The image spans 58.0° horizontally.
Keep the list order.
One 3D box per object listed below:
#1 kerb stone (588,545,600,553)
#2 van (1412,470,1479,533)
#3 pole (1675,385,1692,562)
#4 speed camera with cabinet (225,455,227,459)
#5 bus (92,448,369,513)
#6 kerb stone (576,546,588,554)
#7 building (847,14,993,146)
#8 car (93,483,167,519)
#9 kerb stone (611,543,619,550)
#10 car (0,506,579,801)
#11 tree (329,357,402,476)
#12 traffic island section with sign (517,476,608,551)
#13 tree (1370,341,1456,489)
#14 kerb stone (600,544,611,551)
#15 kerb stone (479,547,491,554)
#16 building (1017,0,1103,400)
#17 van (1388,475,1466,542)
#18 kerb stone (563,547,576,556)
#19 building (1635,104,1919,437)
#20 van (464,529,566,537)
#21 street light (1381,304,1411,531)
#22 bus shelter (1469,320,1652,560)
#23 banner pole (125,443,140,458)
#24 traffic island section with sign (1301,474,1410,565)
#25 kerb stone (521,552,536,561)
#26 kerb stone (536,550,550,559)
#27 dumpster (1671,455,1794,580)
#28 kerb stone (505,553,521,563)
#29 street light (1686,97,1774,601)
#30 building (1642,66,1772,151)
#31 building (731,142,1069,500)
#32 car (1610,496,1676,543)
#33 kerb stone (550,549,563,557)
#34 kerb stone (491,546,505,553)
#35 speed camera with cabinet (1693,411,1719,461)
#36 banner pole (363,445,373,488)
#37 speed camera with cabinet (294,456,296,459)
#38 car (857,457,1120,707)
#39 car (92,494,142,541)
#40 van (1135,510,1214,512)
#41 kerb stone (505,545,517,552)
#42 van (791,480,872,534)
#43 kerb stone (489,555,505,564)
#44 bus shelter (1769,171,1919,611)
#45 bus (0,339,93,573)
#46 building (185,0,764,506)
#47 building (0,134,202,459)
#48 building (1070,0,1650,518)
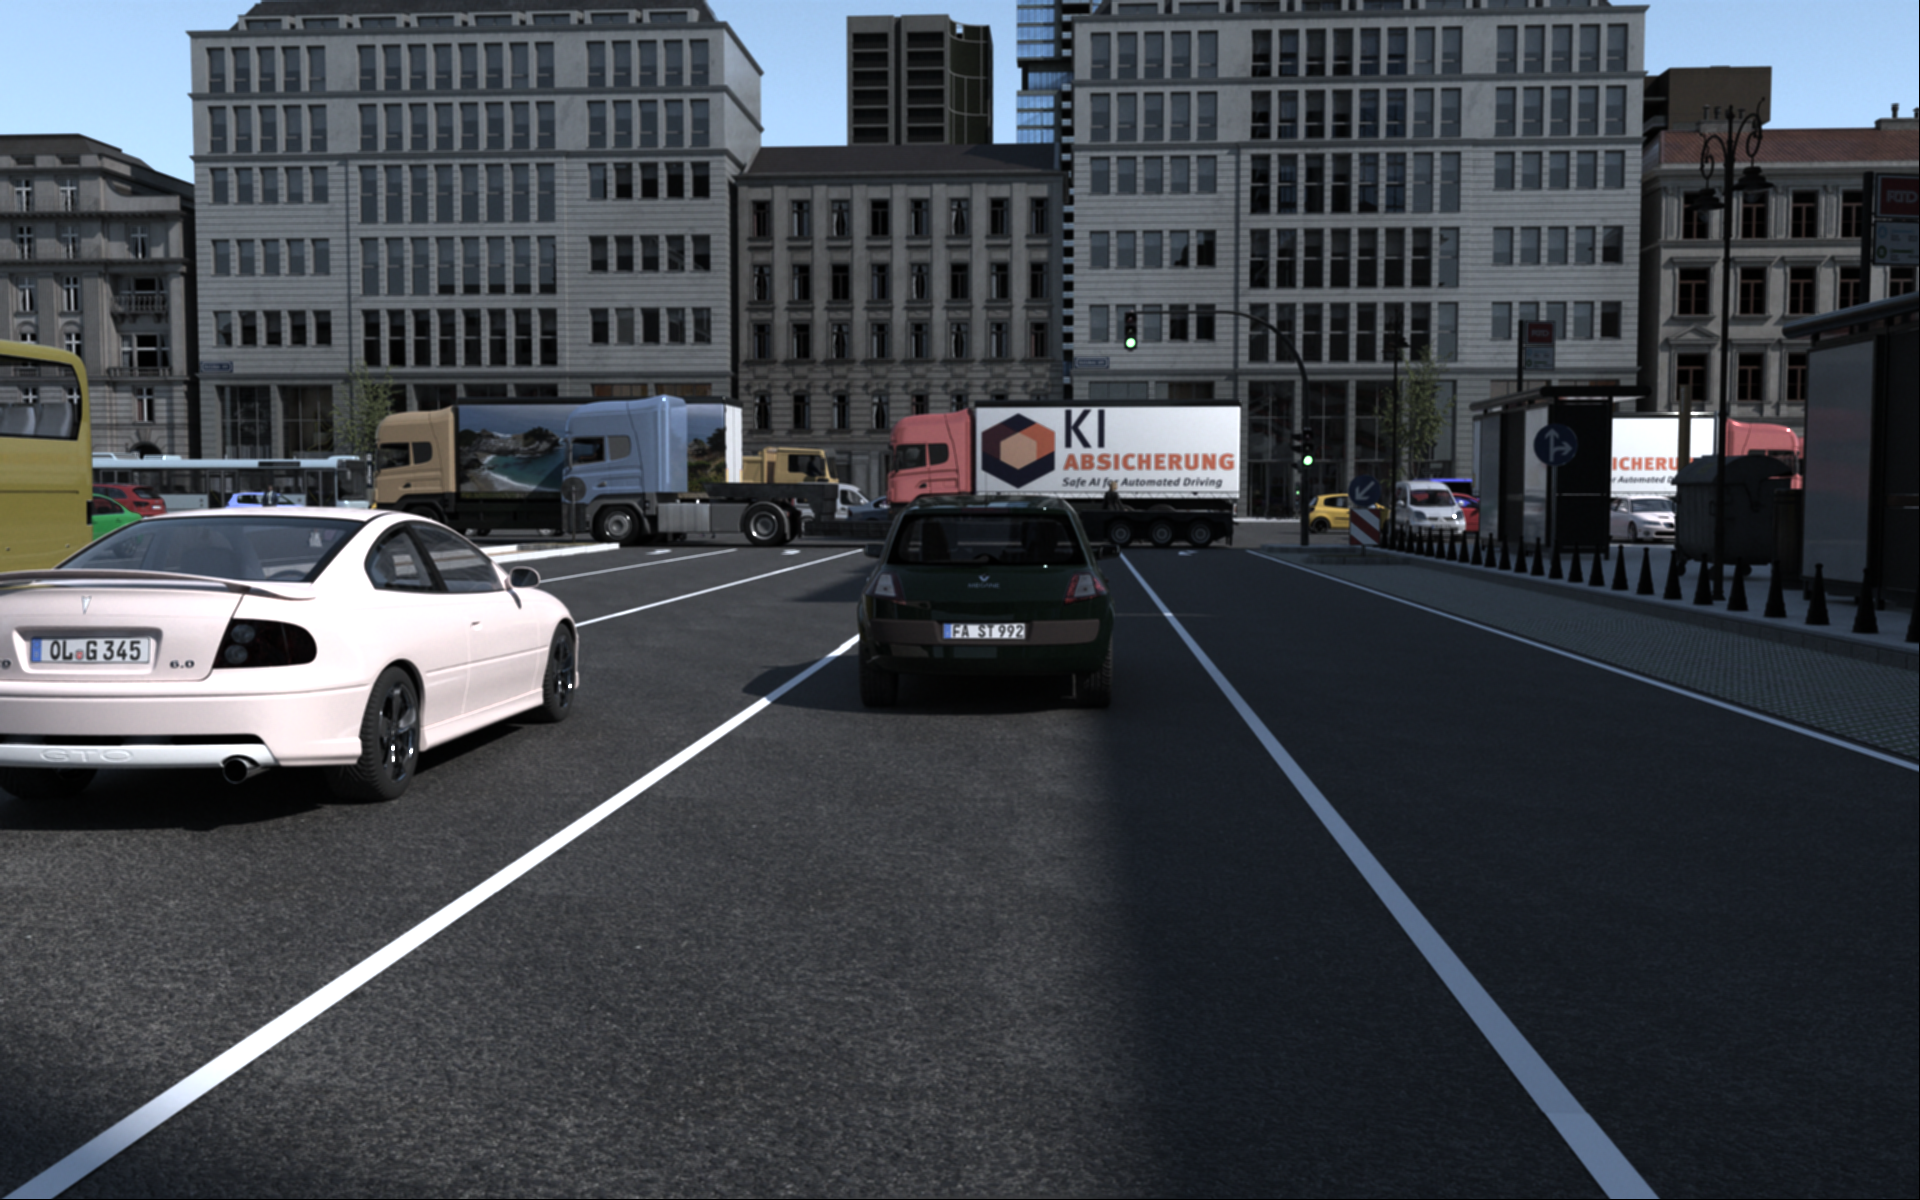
[{"bbox_3d":[-9.143,-1.257,42.753,0.120,0.150,1.000,0,4,4],"label":"kerb stone"},{"bbox_3d":[18.580,-3.787,66.309,2.240,2.365,5.245,0,4,4],"label":"van"},{"bbox_3d":[13.533,-2.358,32.401,0.158,3.312,0.155,0,3,0],"label":"pole"},{"bbox_3d":[-36.893,-5.705,87.619,0.660,3.252,2.038,1,4,9],"label":"speed camera with cabinet"},{"bbox_3d":[-32.553,-5.059,77.581,13.247,3.499,2.948,0,4,3],"label":"bus"},{"bbox_3d":[-9.217,-1.193,41.710,0.120,0.150,1.000,0,4,4],"label":"kerb stone"},{"bbox_3d":[-5.720,-50.393,262.174,20.611,71.187,20.563,0,4,4],"label":"building"},{"bbox_3d":[-30.840,-3.216,61.252,5.304,1.827,2.281,0,4,5],"label":"car"},{"bbox_3d":[-9.008,-1.383,44.808,0.120,0.150,1.000,0,4,4],"label":"kerb stone"},{"bbox_3d":[-3.485,0.175,9.494,2.083,1.381,4.827,0,4,3],"label":"car"},{"bbox_3d":[-31.358,-8.687,92.389,4.737,8.622,4.395,0,3,0],"label":"tree"},{"bbox_3d":[-10.082,-2.219,44.414,2.006,1.907,1.989,0,4,4],"label":"traffic island section with sign"},{"bbox_3d":[21.888,-8.139,83.434,4.737,8.622,4.395,0,3,0],"label":"tree"},{"bbox_3d":[-9.078,-1.320,43.783,0.120,0.150,1.000,0,4,4],"label":"kerb stone"},{"bbox_3d":[-11.366,-1.143,40.899,0.120,0.150,1.000,0,4,4],"label":"kerb stone"},{"bbox_3d":[20.364,-58.012,261.169,31.000,86.520,22.319,0,4,4],"label":"building"},{"bbox_3d":[14.331,-2.830,53.277,2.013,2.044,4.112,0,4,2],"label":"van"},{"bbox_3d":[-9.270,-1.130,40.675,0.120,0.150,1.000,0,4,4],"label":"kerb stone"},{"bbox_3d":[46.765,-15.840,95.147,21.152,22.565,11.583,0,4,4],"label":"building"},{"bbox_3d":[-15.164,-3.161,58.699,4.112,2.044,2.013,0,4,2],"label":"van"},{"bbox_3d":[10.631,-4.255,42.355,0.468,5.910,1.993,0,4,4],"label":"street light"},{"bbox_3d":[12.554,-3.677,37.747,2.179,5.291,8.768,0,4,4],"label":"bus shelter"},{"bbox_3d":[-40.676,-5.819,85.164,0.863,3.779,0.401,-3,5,-44],"label":"banner pole"},{"bbox_3d":[8.107,-1.658,35.728,1.989,1.847,2.006,0,4,4],"label":"traffic island section with sign"},{"bbox_3d":[-9.476,-0.942,37.596,0.120,0.150,1.000,0,4,4],"label":"kerb stone"},{"bbox_3d":[-9.408,-1.005,38.621,0.120,0.150,1.000,0,4,4],"label":"kerb stone"},{"bbox_3d":[11.735,-1.258,26.324,1.264,1.857,1.865,0,4,4],"label":"dumpster"},{"bbox_3d":[-9.549,-0.879,36.570,0.120,0.150,1.000,0,4,4],"label":"kerb stone"},{"bbox_3d":[9.155,-2.933,20.745,0.468,5.910,1.993,0,4,4],"label":"street light"},{"bbox_3d":[73.269,-32.374,179.428,14.200,45.320,14.600,0,4,4],"label":"building"},{"bbox_3d":[-2.977,-15.246,98.415,18.267,20.994,9.793,0,4,4],"label":"building"},{"bbox_3d":[20.588,-2.417,51.884,2.083,1.381,4.827,0,4,3],"label":"car"},{"bbox_3d":[-9.354,-1.068,39.650,0.120,0.150,1.000,0,4,4],"label":"kerb stone"},{"bbox_3d":[-11.304,-1.207,41.925,0.120,0.150,1.000,0,4,4],"label":"kerb stone"},{"bbox_3d":[18.155,-2.911,41.936,0.660,3.252,2.038,2,4,30],"label":"speed camera with cabinet"},{"bbox_3d":[-30.561,-6.077,89.377,0.401,3.779,0.863,1,4,19],"label":"banner pole"},{"bbox_3d":[-34.499,-5.942,91.491,2.038,3.252,0.660,-3,5,-42],"label":"speed camera with cabinet"},{"bbox_3d":[0.230,-0.200,13.050,2.009,1.686,4.222,0,4,2],"label":"car"},{"bbox_3d":[-19.524,-1.747,37.355,1.959,1.807,4.718,0,4,4],"label":"car"},{"bbox_3d":[6.424,-3.053,56.920,4.112,2.044,2.013,0,4,6],"label":"van"},{"bbox_3d":[-11.245,-1.270,42.962,0.120,0.150,1.000,0,4,4],"label":"kerb stone"},{"bbox_3d":[-4.024,-3.366,62.045,4.112,2.044,2.013,0,4,4],"label":"van"},{"bbox_3d":[-9.611,-0.816,35.543,0.120,0.150,1.000,0,4,4],"label":"kerb stone"},{"bbox_3d":[10.924,-2.552,19.350,2.179,5.291,8.768,0,4,4],"label":"bus shelter"},{"bbox_3d":[-14.393,-1.711,19.518,2.896,3.916,12.252,0,4,4],"label":"bus"},{"bbox_3d":[-26.967,-19.703,99.632,29.804,29.767,11.434,0,4,4],"label":"building"},{"bbox_3d":[-54.204,-15.941,102.441,24.055,21.916,13.314,0,4,4],"label":"building"},{"bbox_3d":[21.089,-19.514,96.550,29.804,29.767,11.434,0,4,4],"label":"building"}]
